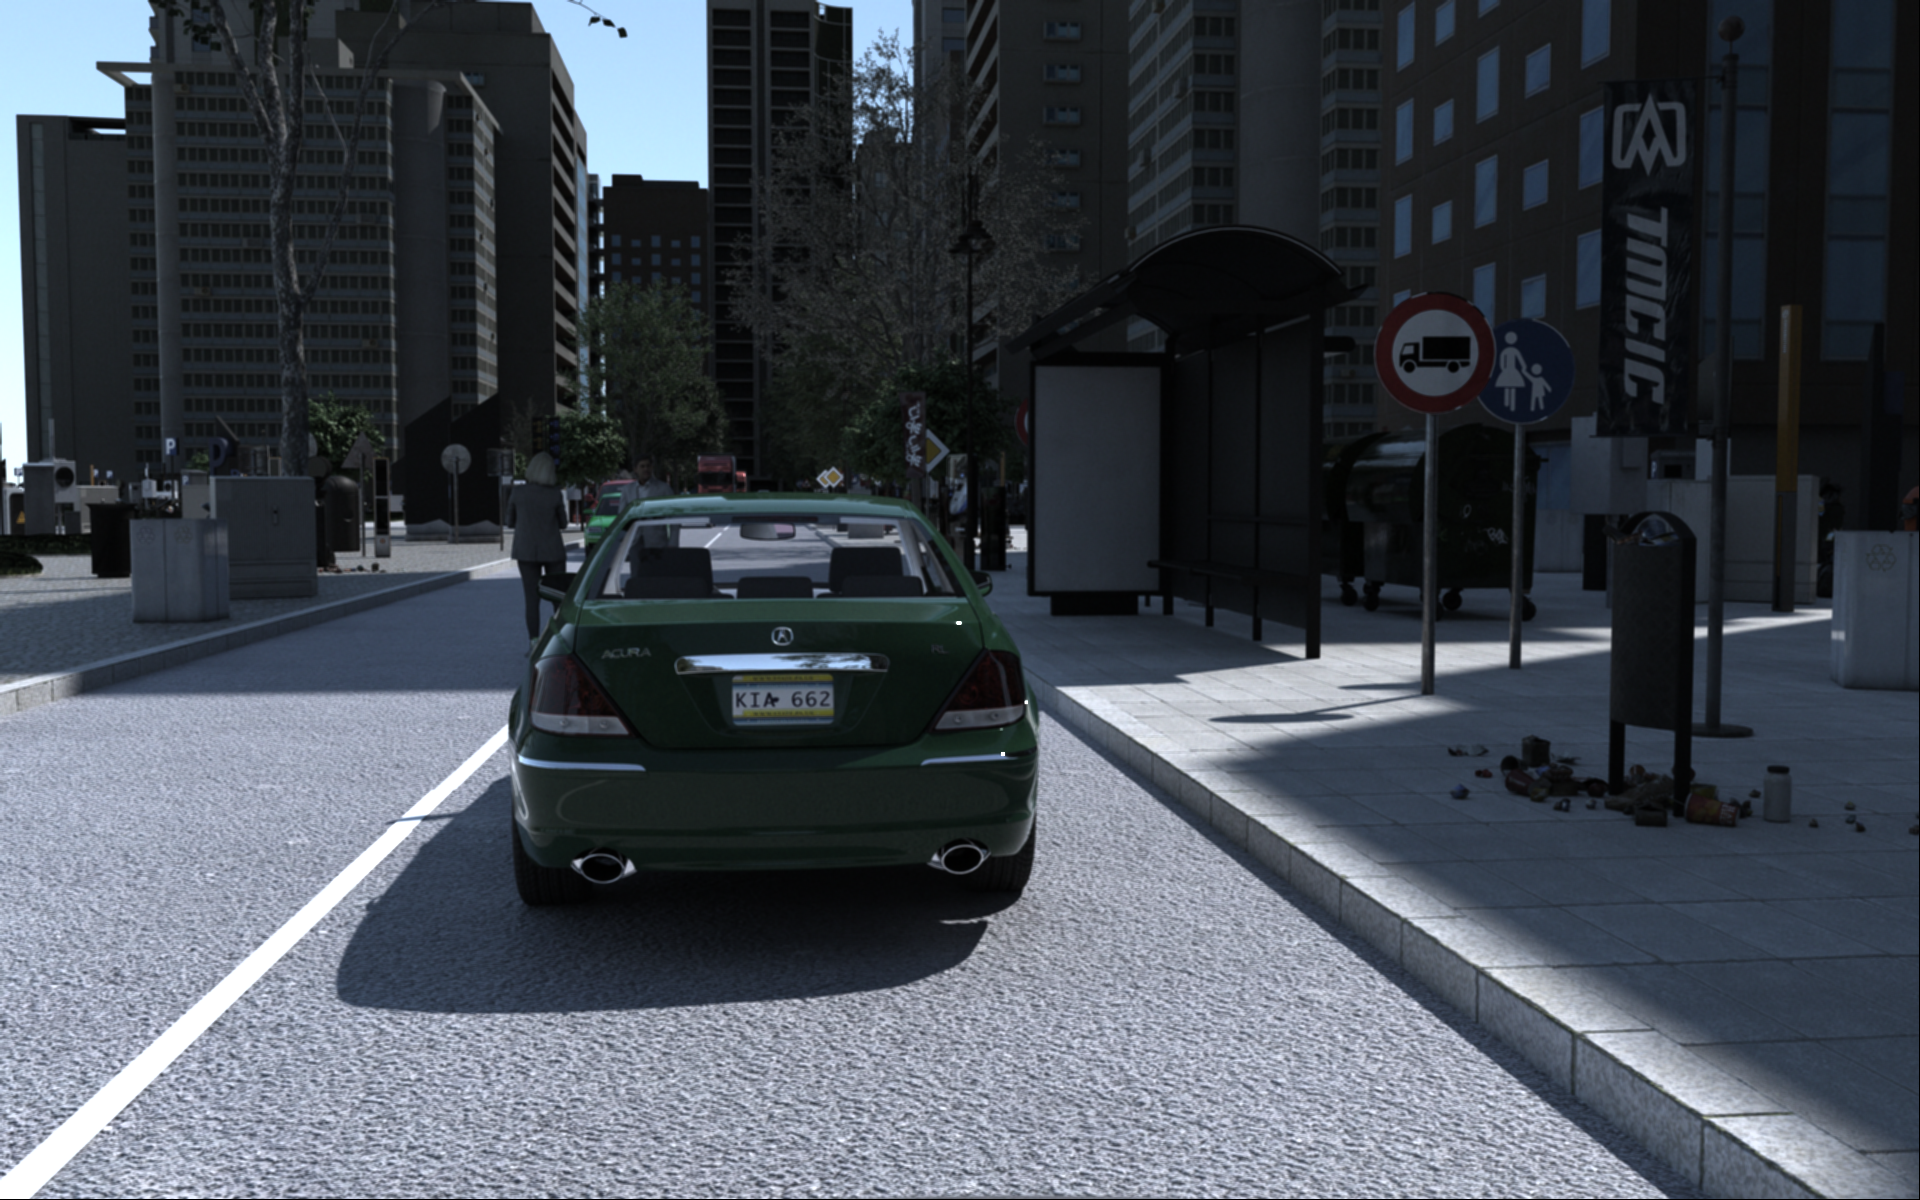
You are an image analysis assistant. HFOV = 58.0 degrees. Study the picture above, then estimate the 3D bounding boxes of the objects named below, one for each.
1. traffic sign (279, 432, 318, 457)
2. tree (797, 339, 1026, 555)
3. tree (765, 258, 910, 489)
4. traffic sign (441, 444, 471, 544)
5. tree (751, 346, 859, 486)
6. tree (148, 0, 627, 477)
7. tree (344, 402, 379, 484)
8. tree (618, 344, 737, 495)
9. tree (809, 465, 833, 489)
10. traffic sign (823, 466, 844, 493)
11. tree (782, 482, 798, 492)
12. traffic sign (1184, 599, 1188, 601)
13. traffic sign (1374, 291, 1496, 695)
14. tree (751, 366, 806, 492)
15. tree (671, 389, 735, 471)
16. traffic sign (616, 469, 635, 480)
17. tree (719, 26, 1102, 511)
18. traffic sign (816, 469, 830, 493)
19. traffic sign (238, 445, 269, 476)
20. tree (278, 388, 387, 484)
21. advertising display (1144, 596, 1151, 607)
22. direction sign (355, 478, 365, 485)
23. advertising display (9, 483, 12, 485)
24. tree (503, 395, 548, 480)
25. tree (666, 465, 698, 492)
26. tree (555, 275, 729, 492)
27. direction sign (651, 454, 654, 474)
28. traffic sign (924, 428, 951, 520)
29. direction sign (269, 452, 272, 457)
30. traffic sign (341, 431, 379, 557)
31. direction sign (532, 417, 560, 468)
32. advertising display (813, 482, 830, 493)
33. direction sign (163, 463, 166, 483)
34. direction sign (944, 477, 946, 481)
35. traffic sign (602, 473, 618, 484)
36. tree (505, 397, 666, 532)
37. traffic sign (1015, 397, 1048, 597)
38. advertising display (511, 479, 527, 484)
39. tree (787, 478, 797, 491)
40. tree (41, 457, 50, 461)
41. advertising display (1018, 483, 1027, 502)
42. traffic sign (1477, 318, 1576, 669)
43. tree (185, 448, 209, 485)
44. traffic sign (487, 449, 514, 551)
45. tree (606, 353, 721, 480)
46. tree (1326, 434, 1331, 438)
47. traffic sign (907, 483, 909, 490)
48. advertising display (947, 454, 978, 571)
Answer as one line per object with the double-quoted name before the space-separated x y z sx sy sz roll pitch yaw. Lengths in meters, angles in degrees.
"traffic sign" -12.849 -2.050 33.628 0.768 2.556 0.104 0 4 3
"tree" -0.426 -3.242 36.725 4.285 4.588 4.351 0 3 0
"tree" -5.244 -10.082 82.964 7.486 12.596 7.792 0 3 0
"traffic sign" -12.811 -2.686 44.028 0.768 2.556 0.104 0 4 3
"tree" -10.816 -13.005 129.641 9.611 12.733 9.660 0 3 0
"tree" -9.653 -10.232 23.180 12.611 20.169 13.585 0 3 0
"tree" -47.790 -11.428 137.215 4.737 8.622 4.395 0 3 0
"tree" -21.681 -13.106 131.294 9.611 12.733 9.660 0 3 0
"tree" -7.892 -6.376 98.841 1.663 3.219 1.824 0 3 0
"traffic sign" -4.541 -3.581 62.195 0.795 2.450 0.064 0 4 -6
"tree" -16.849 -13.891 177.472 4.360 8.622 3.978 0 3 0
"traffic sign" 2.737 -1.265 20.794 0.768 2.556 0.104 0 4 1
"traffic sign" 2.995 -0.667 11.014 0.768 2.556 0.104 0 4 1
"tree" -14.670 -15.675 162.935 9.857 13.997 8.962 0 3 0
"tree" -25.239 -15.139 165.644 7.486 12.596 7.792 0 3 0
"traffic sign" -13.388 -4.013 69.251 0.795 2.450 0.064 0 4 -6
"tree" -1.195 -8.266 45.514 12.009 13.543 11.850 0 3 0
"traffic sign" -5.443 -4.066 70.129 0.795 2.450 0.064 0 4 -6
"traffic sign" -14.822 -2.094 36.369 0.606 2.300 0.079 0 4 -6
"tree" -19.492 -4.282 53.731 4.285 4.588 4.351 0 3 0
"advertising display" 1.715 -0.889 19.752 0.974 1.923 0.123 0 4 5
"direction sign" -38.378 -7.236 110.305 0.876 3.537 0.379 -1 4 -16
"advertising display" -54.689 -5.772 99.593 0.123 1.923 0.974 -3 5 -44
"tree" -32.420 -10.915 128.822 4.360 8.622 3.978 0 3 0
"tree" -24.380 -10.338 152.743 4.285 4.588 4.351 0 3 0
"tree" -15.461 -9.616 82.982 9.928 11.665 9.643 0 3 0
"direction sign" -17.505 -6.523 98.647 0.379 3.537 0.876 0 4 -3
"traffic sign" -0.560 -1.785 30.366 0.795 2.450 0.064 0 4 -4
"direction sign" -37.003 -6.180 93.042 0.379 3.537 0.876 -1 4 -16
"traffic sign" -12.245 -2.171 35.501 0.884 2.594 0.081 0 4 -2
"direction sign" -12.164 -3.607 50.969 0.876 3.537 0.379 1 4 13
"advertising display" -7.372 -5.332 92.399 0.974 1.923 0.123 2 4 26
"direction sign" -58.036 -8.221 126.408 0.379 3.537 0.876 -1 4 -14
"direction sign" -1.030 -6.707 101.649 0.876 3.537 0.379 0 4 2
"traffic sign" -12.487 -3.527 61.316 0.795 2.450 0.064 0 4 -6
"tree" -12.965 -4.604 58.982 4.285 4.588 4.351 0 3 0
"traffic sign" 1.058 -1.310 21.524 0.768 2.556 0.104 0 4 -6
"advertising display" -19.025 -4.252 74.740 0.123 1.923 0.974 1 4 22
"tree" -14.112 -10.407 153.874 4.285 4.588 4.351 0 3 0
"tree" -42.613 -5.318 81.554 1.663 3.219 1.824 0 3 0
"advertising display" 3.827 -5.803 100.087 0.974 1.923 0.123 -1 4 -21
"traffic sign" 4.082 -0.768 12.658 0.768 2.556 0.104 0 4 -1
"tree" -53.357 -8.522 123.051 4.285 4.588 4.351 0 3 0
"traffic sign" -10.368 -2.264 39.139 0.606 2.300 0.079 0 4 0
"tree" -18.628 -10.611 107.906 8.767 10.594 7.601 1 4 11
"tree" 11.861 -3.739 55.733 1.663 3.219 1.824 0 3 0
"traffic sign" -1.880 -3.841 62.900 0.768 2.556 0.104 0 4 3
"advertising display" 0.039 -1.394 28.003 0.123 1.923 0.974 -2 4 -24
